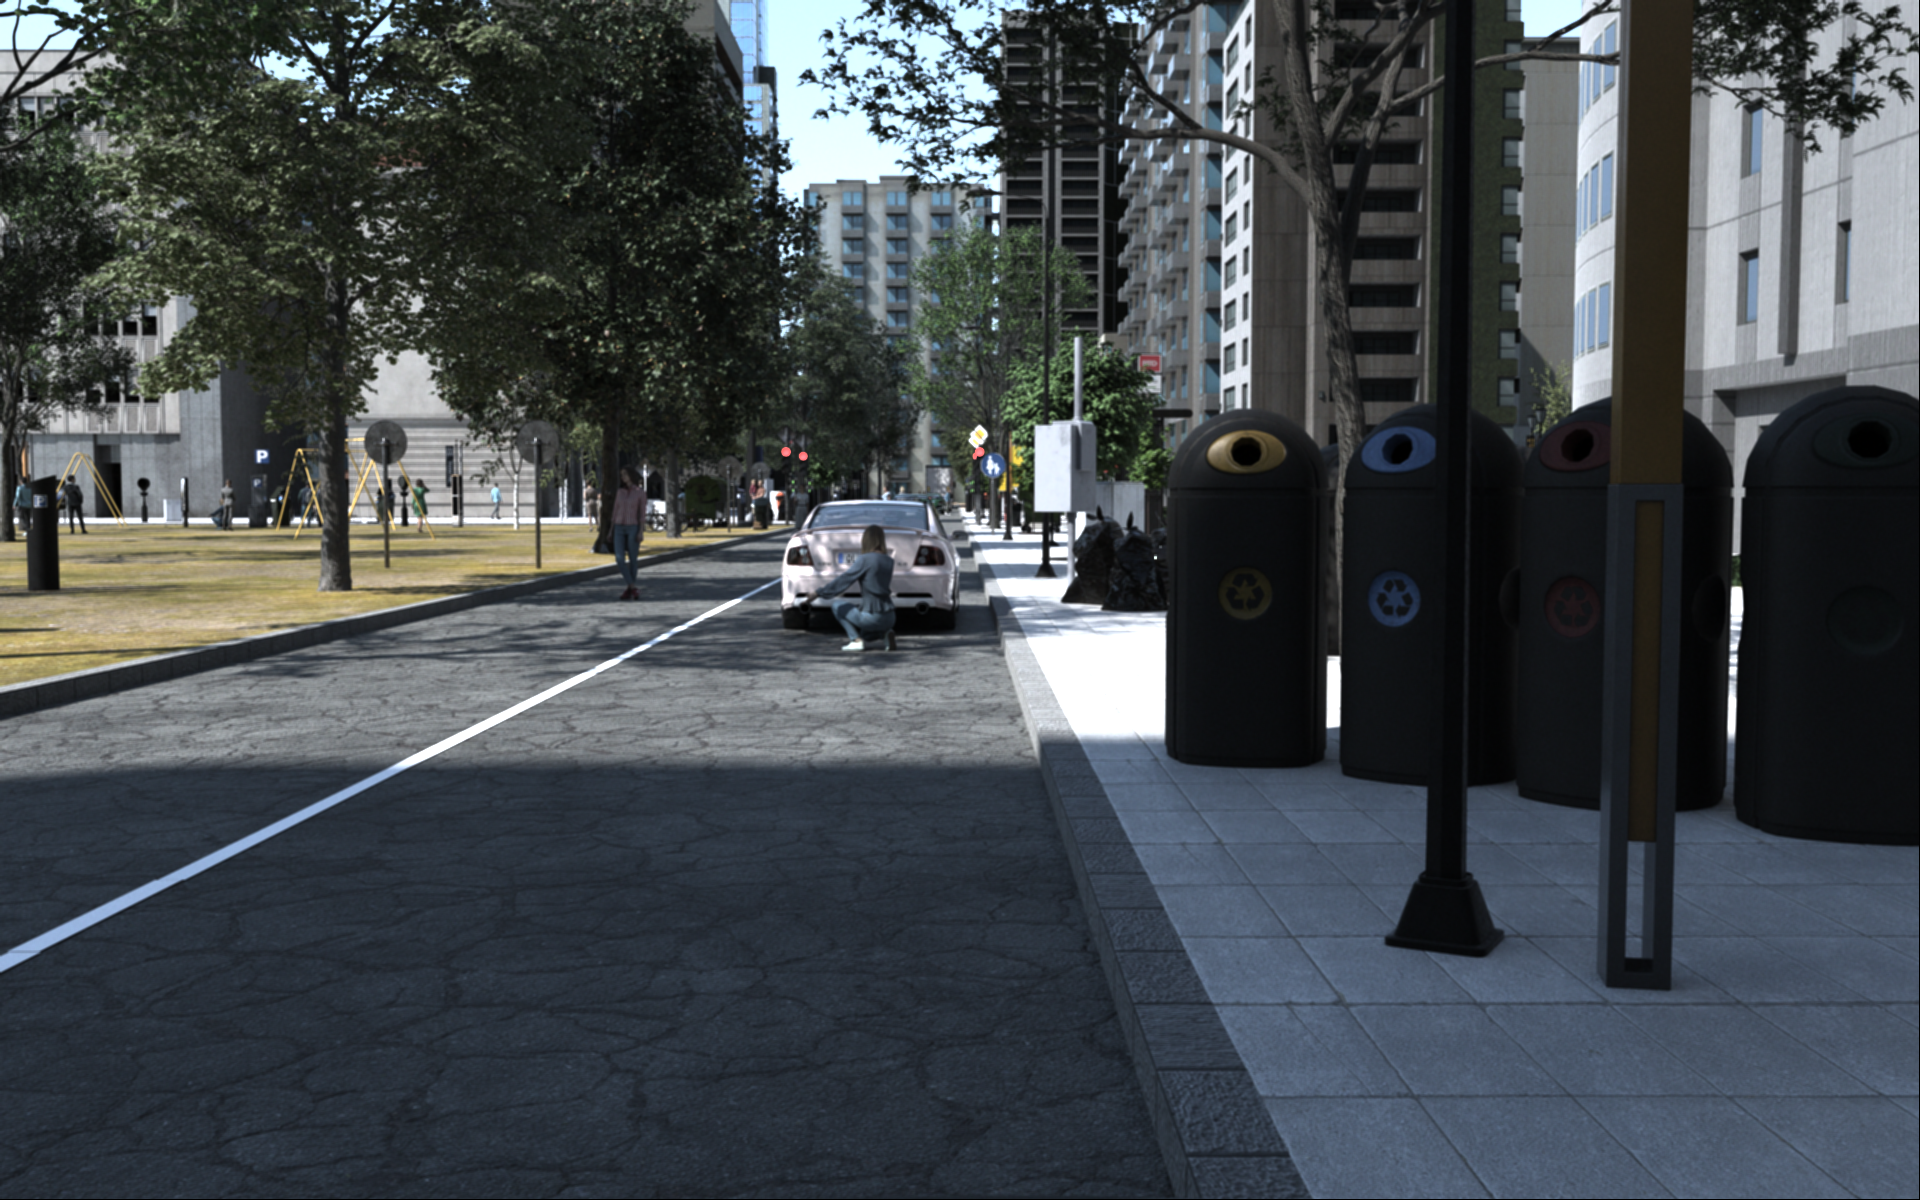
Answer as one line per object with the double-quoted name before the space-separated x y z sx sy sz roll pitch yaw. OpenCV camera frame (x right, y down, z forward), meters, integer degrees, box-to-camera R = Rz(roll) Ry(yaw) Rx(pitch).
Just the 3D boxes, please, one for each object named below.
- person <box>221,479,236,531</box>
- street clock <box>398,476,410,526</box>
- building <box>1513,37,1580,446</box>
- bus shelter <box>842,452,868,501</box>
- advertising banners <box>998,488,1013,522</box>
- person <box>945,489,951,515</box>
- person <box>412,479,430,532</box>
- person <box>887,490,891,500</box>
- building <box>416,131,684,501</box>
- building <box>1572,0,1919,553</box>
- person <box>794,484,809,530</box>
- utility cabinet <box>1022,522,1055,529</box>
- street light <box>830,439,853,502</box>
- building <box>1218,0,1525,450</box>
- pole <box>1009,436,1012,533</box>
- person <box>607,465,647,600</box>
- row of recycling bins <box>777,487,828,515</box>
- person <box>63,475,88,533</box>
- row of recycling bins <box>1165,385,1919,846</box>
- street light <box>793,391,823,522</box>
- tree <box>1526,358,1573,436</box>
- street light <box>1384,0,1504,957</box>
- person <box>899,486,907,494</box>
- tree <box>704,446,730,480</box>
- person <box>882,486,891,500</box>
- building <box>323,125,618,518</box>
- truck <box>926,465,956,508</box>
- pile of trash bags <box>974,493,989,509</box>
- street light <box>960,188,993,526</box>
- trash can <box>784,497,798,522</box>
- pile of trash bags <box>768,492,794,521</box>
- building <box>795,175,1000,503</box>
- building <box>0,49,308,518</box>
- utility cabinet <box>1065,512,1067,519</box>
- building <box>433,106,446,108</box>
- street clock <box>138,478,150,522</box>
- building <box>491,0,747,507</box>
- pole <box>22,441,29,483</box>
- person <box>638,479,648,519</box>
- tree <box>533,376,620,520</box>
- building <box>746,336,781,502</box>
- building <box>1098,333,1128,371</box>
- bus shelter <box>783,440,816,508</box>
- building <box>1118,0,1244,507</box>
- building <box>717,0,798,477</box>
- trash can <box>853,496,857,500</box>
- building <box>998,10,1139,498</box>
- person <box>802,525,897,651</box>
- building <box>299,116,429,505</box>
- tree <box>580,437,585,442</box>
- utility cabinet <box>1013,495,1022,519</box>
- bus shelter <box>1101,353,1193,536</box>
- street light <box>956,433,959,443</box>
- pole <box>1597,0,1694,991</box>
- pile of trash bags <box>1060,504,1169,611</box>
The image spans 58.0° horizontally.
"person" -25.634 -3.331 60.779 0.520 1.790 0.573 -1 4 -11
"street clock" -22.042 -3.923 68.703 0.471 2.002 0.358 3 5 39
"building" 61.896 -37.403 200.777 27.495 52.752 28.713 0 4 0
"bus shelter" -9.021 -10.265 145.461 2.179 5.291 8.768 0 4 0
"advertising banners" 2.155 -5.105 79.661 0.090 3.025 2.074 -2 4 -28
"person" -0.819 -6.643 117.454 0.444 1.785 0.601 3 4 37
"person" -18.203 -3.183 58.338 0.600 1.795 0.529 0 4 -2
"person" -6.023 -8.182 142.452 0.709 1.800 0.728 1 4 14
"building" -28.726 -20.216 124.038 14.314 27.812 24.014 0 4 0
"building" 25.570 -30.335 37.972 21.231 58.520 28.212 0 4 0
"person" -5.008 -2.787 54.633 0.480 1.755 0.524 0 4 -5
"utility cabinet" 2.823 -3.289 62.460 1.173 1.500 0.318 0 4 3
"street light" -6.934 -7.785 99.828 1.470 5.913 1.316 0 4 0
"building" 22.821 -20.005 98.777 14.107 30.474 14.160 0 4 0
"pole" 1.618 -3.857 56.904 0.158 3.312 0.155 0 3 0
"person" -4.541 -0.922 23.591 0.555 1.821 0.388 0 4 7
"row of recycling bins" -9.610 -5.999 105.199 3.534 1.692 1.069 2 4 24
"person" -28.882 -3.126 56.518 0.648 1.900 0.474 0 4 -6
"row of recycling bins" 2.435 -0.030 7.608 3.534 1.692 1.069 3 5 41
"street light" -6.881 -6.459 78.150 1.470 5.913 1.316 0 4 0
"tree" 32.386 -8.743 93.318 4.737 8.622 4.395 0 3 0
"street light" 0.851 -1.973 4.798 1.470 5.913 1.316 0 4 0
"person" -2.713 -4.394 80.519 0.709 1.800 0.728 -2 4 -26
"tree" -18.052 -11.067 131.312 4.737 8.622 4.395 0 3 0
"person" -3.529 -4.570 83.320 0.778 1.811 0.616 -1 4 -22
"building" -27.628 -16.239 101.660 11.583 22.565 21.152 0 4 0
"truck" -1.983 -11.310 173.829 2.839 4.237 11.283 0 4 1
"pile of trash bags" 1.814 -8.574 149.934 1.912 1.369 3.447 1 4 18
"street light" 0.780 -3.299 26.474 1.470 5.913 1.316 0 4 0
"trash can" -7.862 -4.247 81.091 0.748 1.137 0.748 0 3 0
"pile of trash bags" -8.872 -4.523 83.702 1.912 1.369 3.447 0 4 1
"building" -9.305 -39.319 262.469 30.456 49.044 23.786 0 4 0
"building" -48.974 -17.062 96.989 19.932 24.808 12.078 0 4 0
"utility cabinet" 5.509 -4.680 87.685 0.306 1.237 1.020 1 4 10
"building" -69.702 -43.881 259.455 28.212 58.520 21.231 0 4 0
"street clock" -37.091 -4.537 78.745 0.471 2.002 0.358 0 4 6
"building" -32.227 -33.011 163.428 21.300 48.544 21.600 0 4 0
"pole" -36.173 -4.479 67.069 0.158 3.312 0.155 0 3 0
"person" -12.465 -3.775 67.536 0.659 1.850 0.755 1 4 13
"tree" -19.577 -8.619 91.277 4.737 8.622 4.395 0 3 0
"building" -36.648 -21.832 201.989 28.899 21.520 27.650 0 4 0
"building" 29.258 -21.740 200.491 27.650 21.520 28.899 0 4 0
"bus shelter" -11.293 -8.926 123.576 2.179 5.291 8.768 0 4 0
"building" 27.338 -33.635 169.541 23.786 49.044 30.456 0 4 0
"building" -40.100 -57.922 259.688 31.000 86.520 22.319 0 4 0
"trash can" -8.054 -7.495 134.196 0.748 1.137 0.748 0 3 0
"building" 16.235 -50.257 259.953 20.611 71.187 20.563 0 4 0
"person" -0.958 -0.115 15.879 1.012 1.151 0.738 -3 4 -37
"building" -65.995 -33.561 203.352 28.867 44.769 22.147 0 4 0
"tree" -18.680 -7.925 79.937 4.360 8.622 3.978 0 3 0
"utility cabinet" 2.977 -4.758 88.947 1.020 1.237 0.306 1 4 22
"bus shelter" 4.694 -4.241 46.979 2.179 5.291 8.768 0 3 0
"street light" 0.669 -5.902 69.044 1.470 5.913 1.316 0 4 0
"pole" 1.773 -0.649 4.461 0.158 3.312 0.155 0 3 0
"pile of trash bags" 2.413 -0.586 19.338 1.912 1.369 3.447 -1 4 -13
